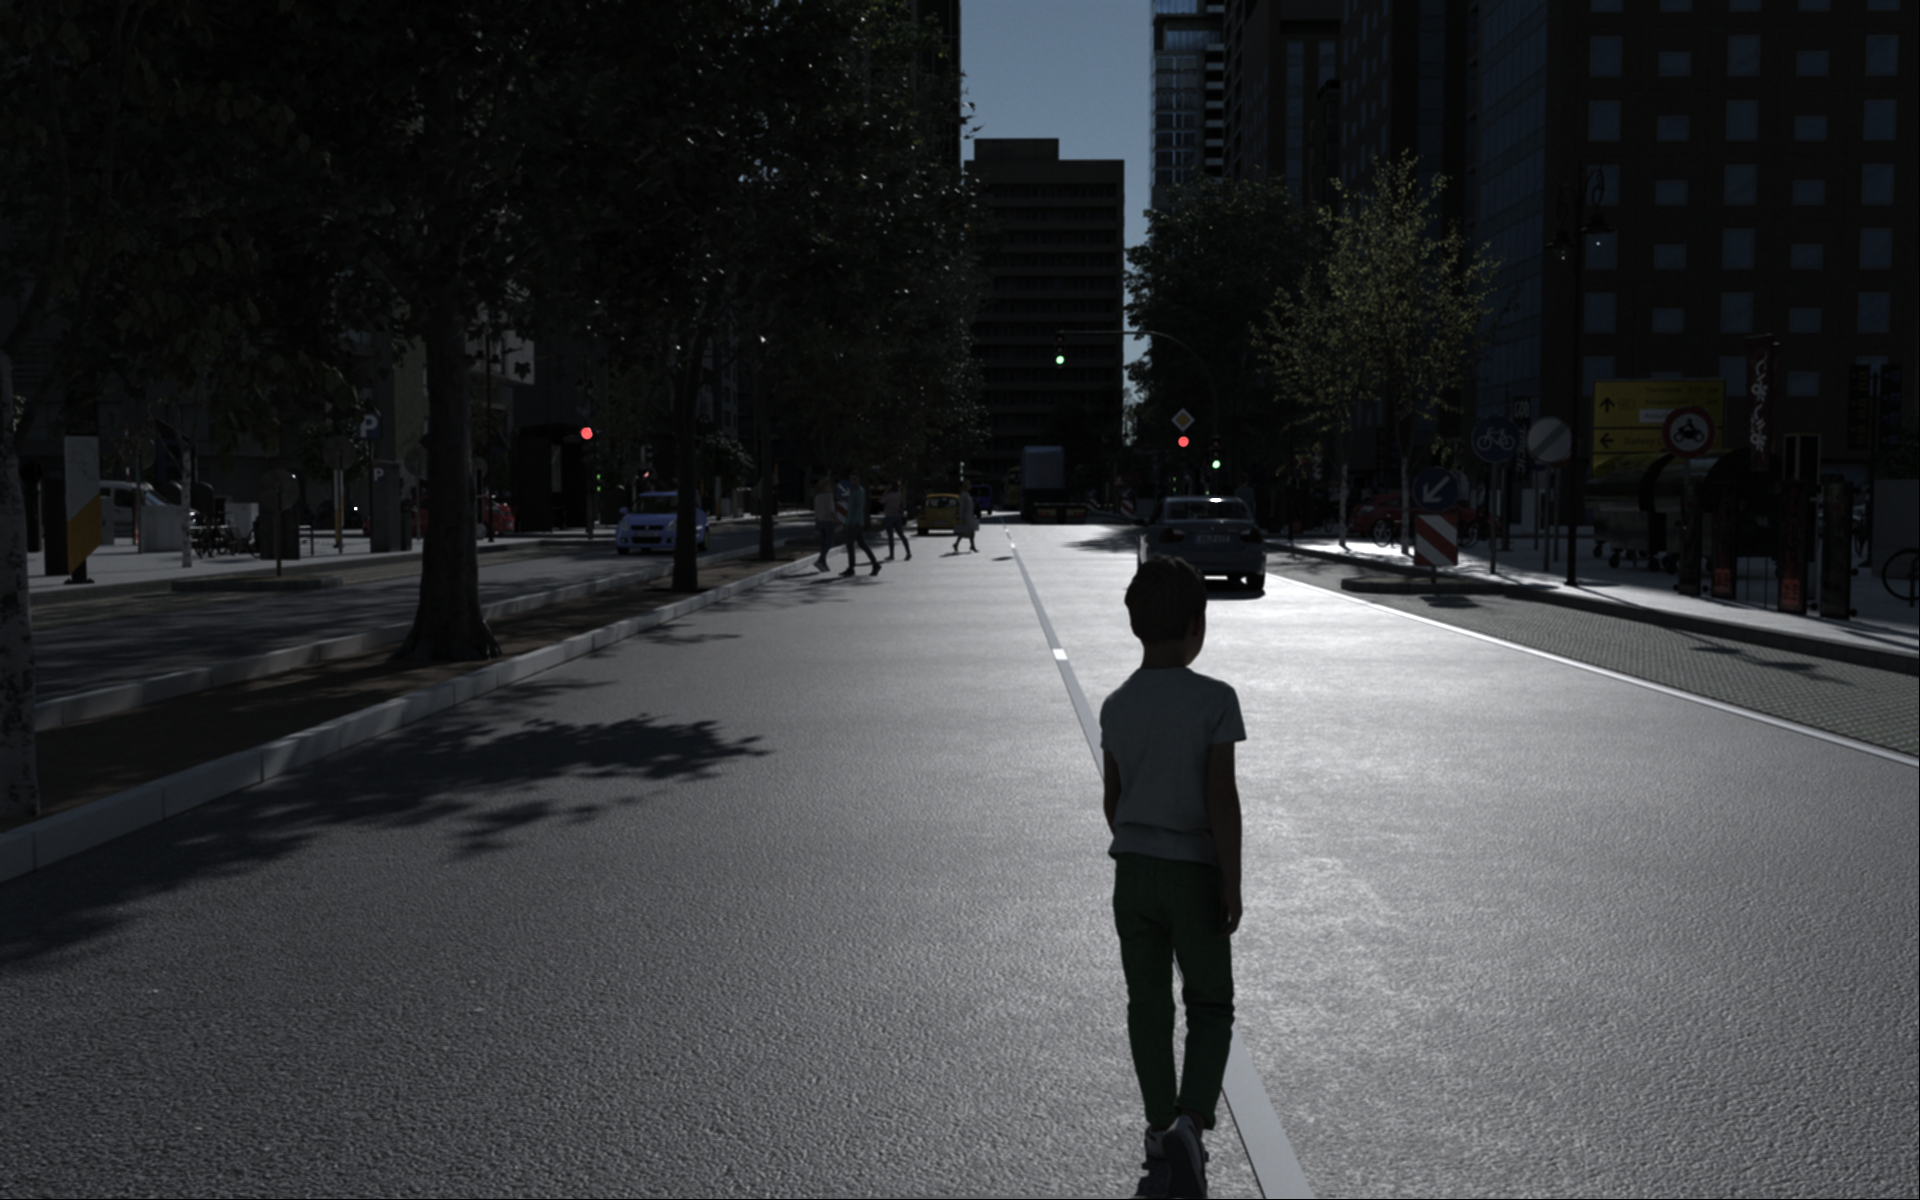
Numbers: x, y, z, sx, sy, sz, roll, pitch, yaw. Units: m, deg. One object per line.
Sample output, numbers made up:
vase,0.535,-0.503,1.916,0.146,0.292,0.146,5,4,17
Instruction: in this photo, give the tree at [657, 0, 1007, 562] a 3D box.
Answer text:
tree,-4.098,-7.561,36.456,12.009,13.543,11.850,0,3,0

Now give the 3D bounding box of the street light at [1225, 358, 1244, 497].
street light,9.310,-5.265,58.868,0.468,5.910,1.993,0,4,1

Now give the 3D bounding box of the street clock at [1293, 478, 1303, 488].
street clock,14.938,-4.424,76.894,0.471,2.002,0.358,2,4,33

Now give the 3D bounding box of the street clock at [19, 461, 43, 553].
street clock,-20.390,-2.049,38.067,0.471,2.002,0.358,-2,4,-27

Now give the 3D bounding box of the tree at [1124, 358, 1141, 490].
tree,10.256,-8.529,89.817,4.360,8.622,3.978,0,3,0

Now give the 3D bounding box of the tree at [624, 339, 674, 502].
tree,-13.559,-7.355,70.614,4.737,8.622,4.395,0,3,0

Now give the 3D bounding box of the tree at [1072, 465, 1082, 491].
tree,12.223,-11.001,163.579,4.285,4.588,4.351,0,3,0

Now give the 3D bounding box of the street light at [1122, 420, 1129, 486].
street light,10.182,-8.180,106.537,0.468,5.910,1.993,0,4,1

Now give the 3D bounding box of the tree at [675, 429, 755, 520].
tree,-11.991,-6.304,86.778,4.285,4.588,4.351,0,3,0

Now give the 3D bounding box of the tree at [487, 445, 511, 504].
tree,-18.016,-4.525,68.583,1.663,3.219,1.824,0,3,0

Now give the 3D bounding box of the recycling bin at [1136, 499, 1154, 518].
recycling bin,10.099,-5.002,94.338,0.722,1.027,0.722,-3,4,-37

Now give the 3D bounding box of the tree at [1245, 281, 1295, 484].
tree,9.455,-5.671,43.076,4.360,8.622,3.978,0,3,0

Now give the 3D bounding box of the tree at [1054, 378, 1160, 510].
tree,11.663,-12.551,139.619,8.767,10.594,7.601,-1,4,-20

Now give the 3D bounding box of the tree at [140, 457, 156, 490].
tree,-29.932,-4.321,65.252,1.663,3.219,1.824,0,3,0

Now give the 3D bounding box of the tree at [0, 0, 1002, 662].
tree,-4.450,-5.837,14.908,9.611,12.733,9.660,0,3,0

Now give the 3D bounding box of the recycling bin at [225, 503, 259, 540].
recycling bin,-20.190,-2.211,48.701,0.722,1.027,0.722,0,4,-5

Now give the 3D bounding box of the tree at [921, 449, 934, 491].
tree,-2.955,-8.368,89.643,4.737,8.622,4.395,0,3,0

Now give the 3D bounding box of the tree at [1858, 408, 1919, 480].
tree,35.392,-4.947,64.591,4.285,4.588,4.351,0,3,0

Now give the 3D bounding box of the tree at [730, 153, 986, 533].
tree,-3.622,-9.337,61.765,9.857,13.997,8.962,0,3,0

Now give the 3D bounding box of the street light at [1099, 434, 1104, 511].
street light,10.617,-9.638,130.371,0.468,5.910,1.993,0,4,1

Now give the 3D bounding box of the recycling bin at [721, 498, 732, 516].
recycling bin,-13.666,-5.356,100.126,0.722,1.027,0.722,1,4,14

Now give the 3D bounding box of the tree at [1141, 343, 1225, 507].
tree,10.266,-7.766,77.329,4.360,8.622,3.978,0,3,0

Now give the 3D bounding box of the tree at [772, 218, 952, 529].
tree,-3.928,-9.173,70.569,7.486,12.596,7.792,0,3,0

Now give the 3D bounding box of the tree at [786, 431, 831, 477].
tree,-10.986,-12.791,143.538,7.601,10.594,8.767,0,4,3

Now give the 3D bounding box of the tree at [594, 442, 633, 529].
tree,-13.260,-4.286,64.684,1.663,3.219,1.824,0,3,0

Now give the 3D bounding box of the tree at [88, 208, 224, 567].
tree,-13.674,-4.889,30.293,4.360,8.622,3.978,0,3,0

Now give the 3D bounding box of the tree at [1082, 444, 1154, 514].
tree,11.109,-7.963,113.909,4.285,4.588,4.351,0,3,0

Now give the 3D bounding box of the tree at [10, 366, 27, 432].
tree,-19.330,-2.999,32.745,4.285,4.588,4.351,0,3,0

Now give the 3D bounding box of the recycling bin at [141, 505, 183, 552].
recycling bin,-17.762,-1.590,38.543,0.722,1.027,0.722,2,4,32

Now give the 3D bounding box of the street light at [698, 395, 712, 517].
street light,-11.972,-6.638,81.325,0.468,5.910,1.993,0,4,1

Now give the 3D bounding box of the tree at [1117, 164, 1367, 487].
tree,10.846,-9.821,67.224,9.857,13.997,8.962,0,3,0

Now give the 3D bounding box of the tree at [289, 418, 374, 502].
tree,-24.089,-5.074,66.674,4.285,4.588,4.351,0,3,0

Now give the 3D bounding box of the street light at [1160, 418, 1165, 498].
street light,9.753,-6.723,82.703,0.468,5.910,1.993,0,4,1

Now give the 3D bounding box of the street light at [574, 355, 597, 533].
street light,-12.303,-5.154,57.060,0.468,5.910,1.993,0,4,1

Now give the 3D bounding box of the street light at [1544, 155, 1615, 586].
street light,8.570,-3.139,24.108,0.468,5.910,1.993,0,4,1

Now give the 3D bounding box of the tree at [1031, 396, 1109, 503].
tree,12.610,-17.360,200.844,9.611,12.733,9.660,0,3,0

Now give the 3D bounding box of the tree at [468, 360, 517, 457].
tree,-25.130,-8.519,89.655,4.360,8.622,3.978,0,3,0

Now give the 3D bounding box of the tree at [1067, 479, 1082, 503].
tree,12.162,-11.612,184.456,1.663,3.219,1.824,0,3,0

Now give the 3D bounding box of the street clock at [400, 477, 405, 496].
street clock,-23.844,-4.219,73.543,0.358,2.002,0.471,3,5,43

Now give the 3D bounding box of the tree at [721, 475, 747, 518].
tree,-12.650,-6.105,94.417,1.663,3.219,1.824,0,3,0

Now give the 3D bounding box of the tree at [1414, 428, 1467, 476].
tree,24.263,-6.226,85.508,4.285,4.588,4.351,0,3,0

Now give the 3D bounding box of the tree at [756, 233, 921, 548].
tree,-3.391,-5.671,45.534,4.737,8.622,4.395,0,3,0

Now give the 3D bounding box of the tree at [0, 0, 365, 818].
tree,-4.134,-3.325,7.181,4.737,8.622,4.395,0,3,0

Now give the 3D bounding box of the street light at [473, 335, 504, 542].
street light,-12.523,-4.483,46.080,0.468,5.910,1.993,0,4,1

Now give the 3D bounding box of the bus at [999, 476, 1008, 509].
bus,5.383,-10.509,166.685,2.948,3.499,13.247,0,4,0

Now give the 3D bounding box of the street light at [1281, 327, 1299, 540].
street light,9.180,-4.596,47.939,0.468,5.910,1.993,0,4,1

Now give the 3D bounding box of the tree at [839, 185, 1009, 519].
tree,-4.017,-14.662,98.068,12.611,20.169,13.585,0,3,0

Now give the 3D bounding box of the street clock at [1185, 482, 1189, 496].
street clock,11.102,-4.916,84.954,0.471,2.002,0.358,2,4,34

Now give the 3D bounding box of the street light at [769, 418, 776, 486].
street light,-11.456,-8.113,105.438,0.468,5.910,1.993,0,4,1

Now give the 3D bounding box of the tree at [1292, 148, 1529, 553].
tree,9.647,-5.297,36.962,4.360,8.622,3.978,0,3,0

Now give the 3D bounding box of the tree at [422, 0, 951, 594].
tree,-3.905,-5.906,24.784,9.928,11.665,9.643,0,3,0
